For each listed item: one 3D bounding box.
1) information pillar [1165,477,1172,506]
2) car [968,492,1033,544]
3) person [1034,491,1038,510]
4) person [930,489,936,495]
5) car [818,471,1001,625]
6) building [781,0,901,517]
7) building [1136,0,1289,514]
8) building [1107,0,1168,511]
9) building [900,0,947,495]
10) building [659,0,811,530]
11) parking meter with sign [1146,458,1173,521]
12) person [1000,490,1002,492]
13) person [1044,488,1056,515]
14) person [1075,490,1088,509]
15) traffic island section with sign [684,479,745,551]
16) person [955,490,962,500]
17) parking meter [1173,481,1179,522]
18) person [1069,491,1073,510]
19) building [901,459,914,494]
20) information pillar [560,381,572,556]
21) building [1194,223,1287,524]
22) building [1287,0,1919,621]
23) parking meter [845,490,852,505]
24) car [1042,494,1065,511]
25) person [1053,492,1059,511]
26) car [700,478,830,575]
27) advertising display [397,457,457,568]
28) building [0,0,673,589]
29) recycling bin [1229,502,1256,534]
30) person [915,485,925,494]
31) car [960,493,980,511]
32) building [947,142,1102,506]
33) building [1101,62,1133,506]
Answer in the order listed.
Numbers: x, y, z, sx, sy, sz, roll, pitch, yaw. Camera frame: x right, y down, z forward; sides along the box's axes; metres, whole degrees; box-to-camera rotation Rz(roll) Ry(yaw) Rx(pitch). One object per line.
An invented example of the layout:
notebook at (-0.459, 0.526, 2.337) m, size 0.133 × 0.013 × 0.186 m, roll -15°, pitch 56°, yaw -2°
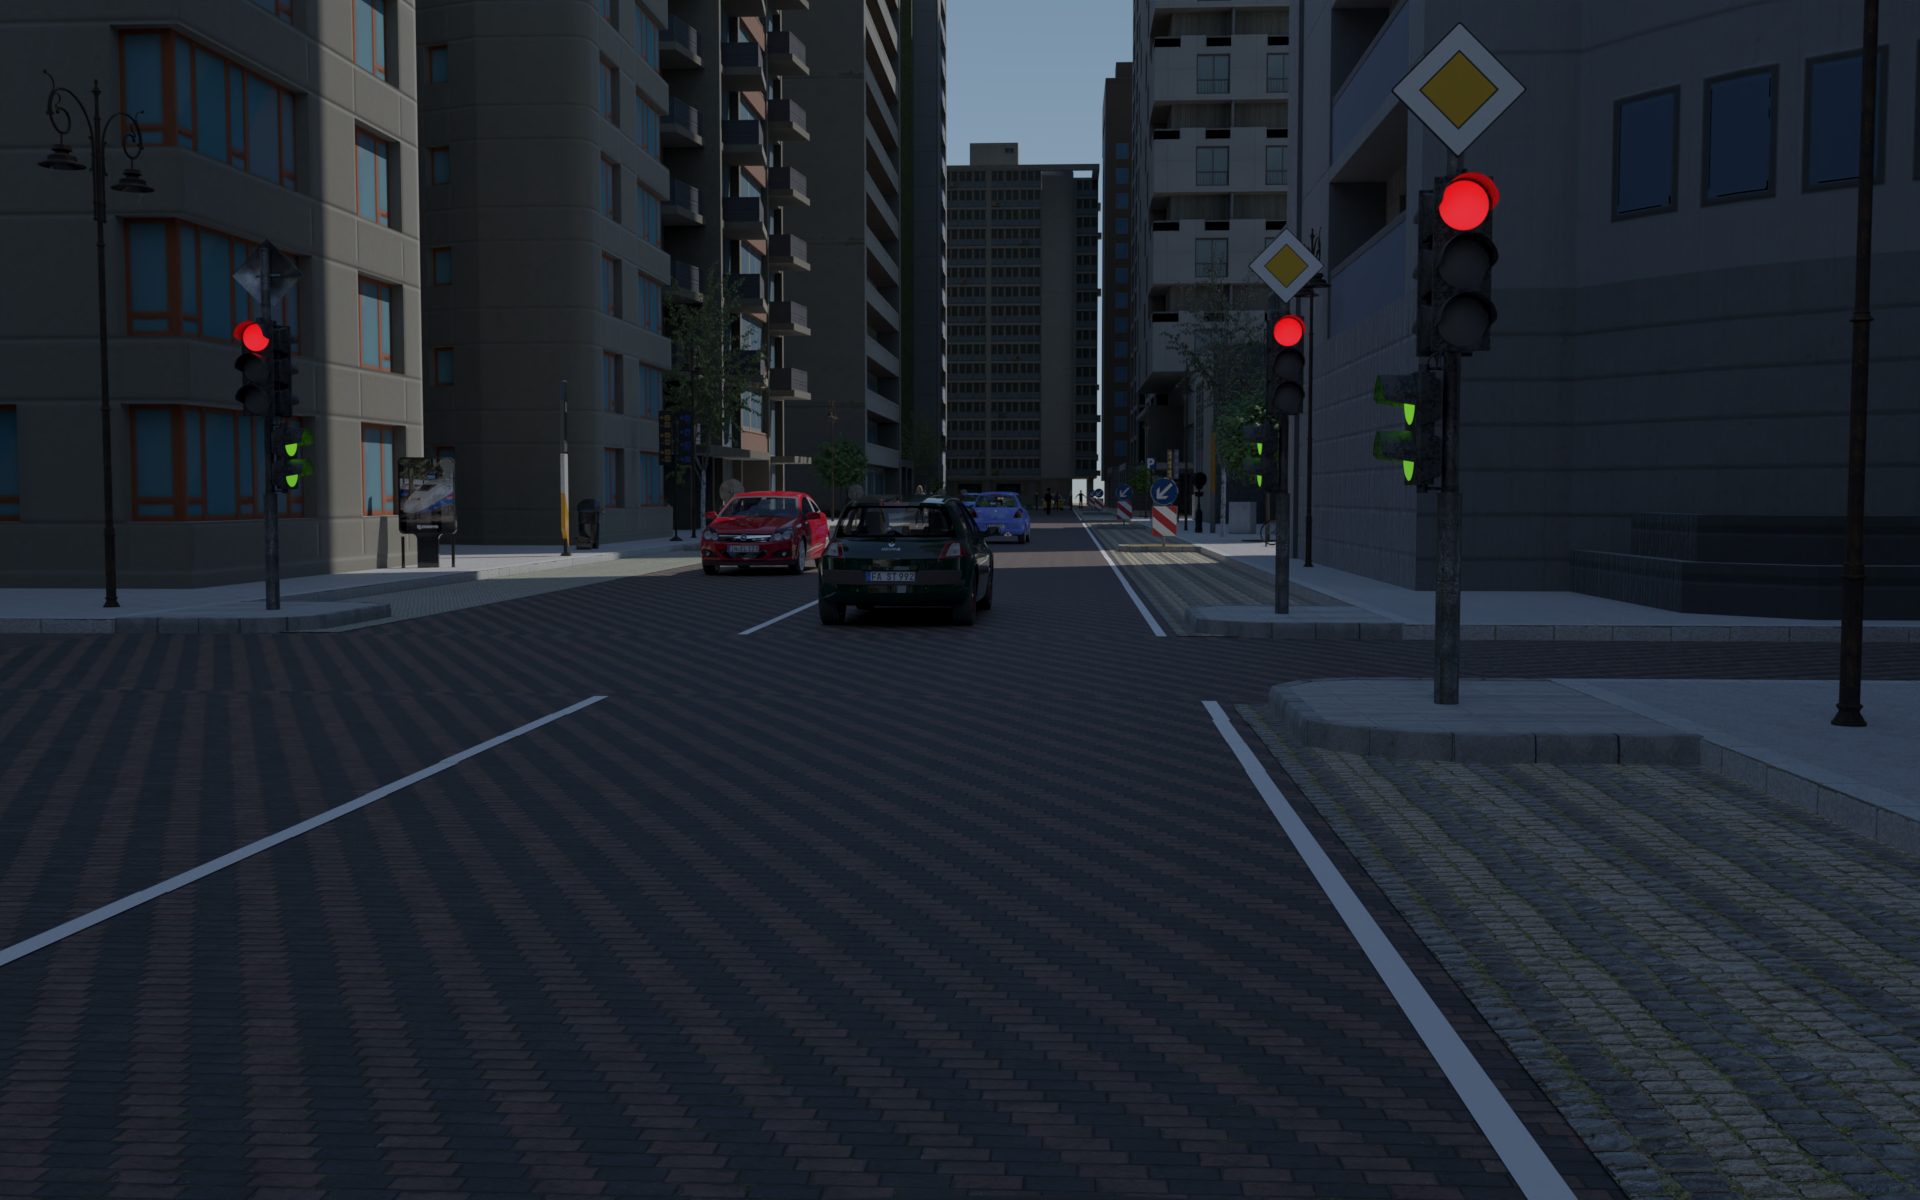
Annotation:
information pillar at (8.992, -4.297, 74.740) m, size 0.304 × 2.012 × 0.304 m, roll 1°, pitch 4°, yaw 10°
car at (1.171, -2.532, 50.981) m, size 1.945 × 1.707 × 3.694 m, roll 0°, pitch 4°, yaw 5°
person at (6.928, -9.162, 159.100) m, size 0.445 × 1.727 × 0.742 m, roll -3°, pitch 4°, yaw -36°
person at (-1.786, -6.203, 110.726) m, size 0.445 × 1.727 × 0.742 m, roll 1°, pitch 4°, yaw 19°
car at (-0.560, -0.645, 20.338) m, size 2.009 × 1.686 × 4.222 m, roll 0°, pitch 4°, yaw 5°
building at (-15.211, -29.437, 104.994) m, size 21.300 × 48.544 × 21.600 m, roll 0°, pitch 4°, yaw 3°
building at (25.582, -32.027, 112.876) m, size 28.713 × 52.752 × 27.495 m, roll 0°, pitch 4°, yaw 3°
building at (24.049, -43.964, 157.063) m, size 20.563 × 71.187 × 20.611 m, roll 0°, pitch 4°, yaw 3°
building at (-15.505, -37.784, 159.770) m, size 28.212 × 58.520 × 21.231 m, roll 0°, pitch 4°, yaw 3°
building at (-18.495, -25.640, 73.833) m, size 22.147 × 44.769 × 28.867 m, roll 0°, pitch 4°, yaw 3°
parking meter with sign at (9.697, -5.345, 83.644) m, size 0.543 × 3.016 × 1.738 m, roll 3°, pitch 5°, yaw 41°
person at (3.163, -7.757, 136.041) m, size 1.217 × 1.735 × 0.721 m, roll -1°, pitch 4°, yaw -12°
person at (6.016, -6.651, 116.878) m, size 0.705 × 1.869 × 1.348 m, roll -2°, pitch 4°, yaw -28°
person at (11.599, -9.634, 165.983) m, size 1.348 × 1.831 × 0.705 m, roll -1°, pitch 4°, yaw -16°
traffic island section with sign at (-5.843, -2.168, 44.068) m, size 1.989 × 1.847 × 2.006 m, roll 0°, pitch 4°, yaw 3°
person at (0.016, -8.139, 142.298) m, size 1.217 × 1.743 × 0.721 m, roll 0°, pitch 4°, yaw -2°
parking meter at (9.959, -4.535, 79.858) m, size 0.255 × 1.863 × 0.399 m, roll 0°, pitch 4°, yaw -2°
person at (9.630, -8.712, 151.668) m, size 0.721 × 1.736 × 1.217 m, roll 1°, pitch 4°, yaw 9°
building at (-14.024, -42.023, 125.336) m, size 20.563 × 71.187 × 20.611 m, roll 0°, pitch 4°, yaw 3°
information pillar at (-8.162, -2.714, 35.723) m, size 0.183 × 3.616 × 0.504 m, roll 0°, pitch 4°, yaw -5°
building at (21.688, -46.086, 66.185) m, size 22.319 × 86.520 × 31.000 m, roll 0°, pitch 4°, yaw 3°
building at (20.262, -29.527, 24.766) m, size 28.212 × 58.520 × 21.231 m, roll 0°, pitch 4°, yaw 3°
parking meter at (-6.076, -5.276, 94.669) m, size 0.372 × 1.533 × 0.369 m, roll 0°, pitch 3°, yaw 0°
car at (7.999, -8.449, 148.363) m, size 2.015 × 1.641 × 3.980 m, roll 0°, pitch 4°, yaw 3°
person at (8.040, -8.245, 144.780) m, size 0.415 × 1.643 × 0.593 m, roll 3°, pitch 5°, yaw 45°
car at (-3.569, -1.416, 32.188) m, size 2.155 × 1.783 × 4.494 m, roll 0°, pitch 4°, yaw 5°
advertising display at (-9.285, -1.529, 30.206) m, size 0.974 × 1.923 × 0.123 m, roll 0°, pitch 4°, yaw -7°
building at (-23.304, -11.799, 37.949) m, size 27.650 × 21.520 × 28.899 m, roll 0°, pitch 4°, yaw 3°
recycling bin at (9.117, -2.650, 55.875) m, size 0.722 × 1.027 × 0.722 m, roll 2°, pitch 4°, yaw 27°
person at (-1.649, -3.988, 73.887) m, size 0.709 × 1.800 × 0.728 m, roll 2°, pitch 4°, yaw 24°
car at (0.727, -6.041, 108.366) m, size 1.945 × 1.707 × 3.694 m, roll 0°, pitch 4°, yaw 2°
building at (3.745, -30.722, 194.177) m, size 23.993 × 40.220 × 32.217 m, roll 0°, pitch 4°, yaw 3°
building at (22.213, -32.585, 182.882) m, size 14.200 × 45.320 × 14.600 m, roll 0°, pitch 4°, yaw 3°
